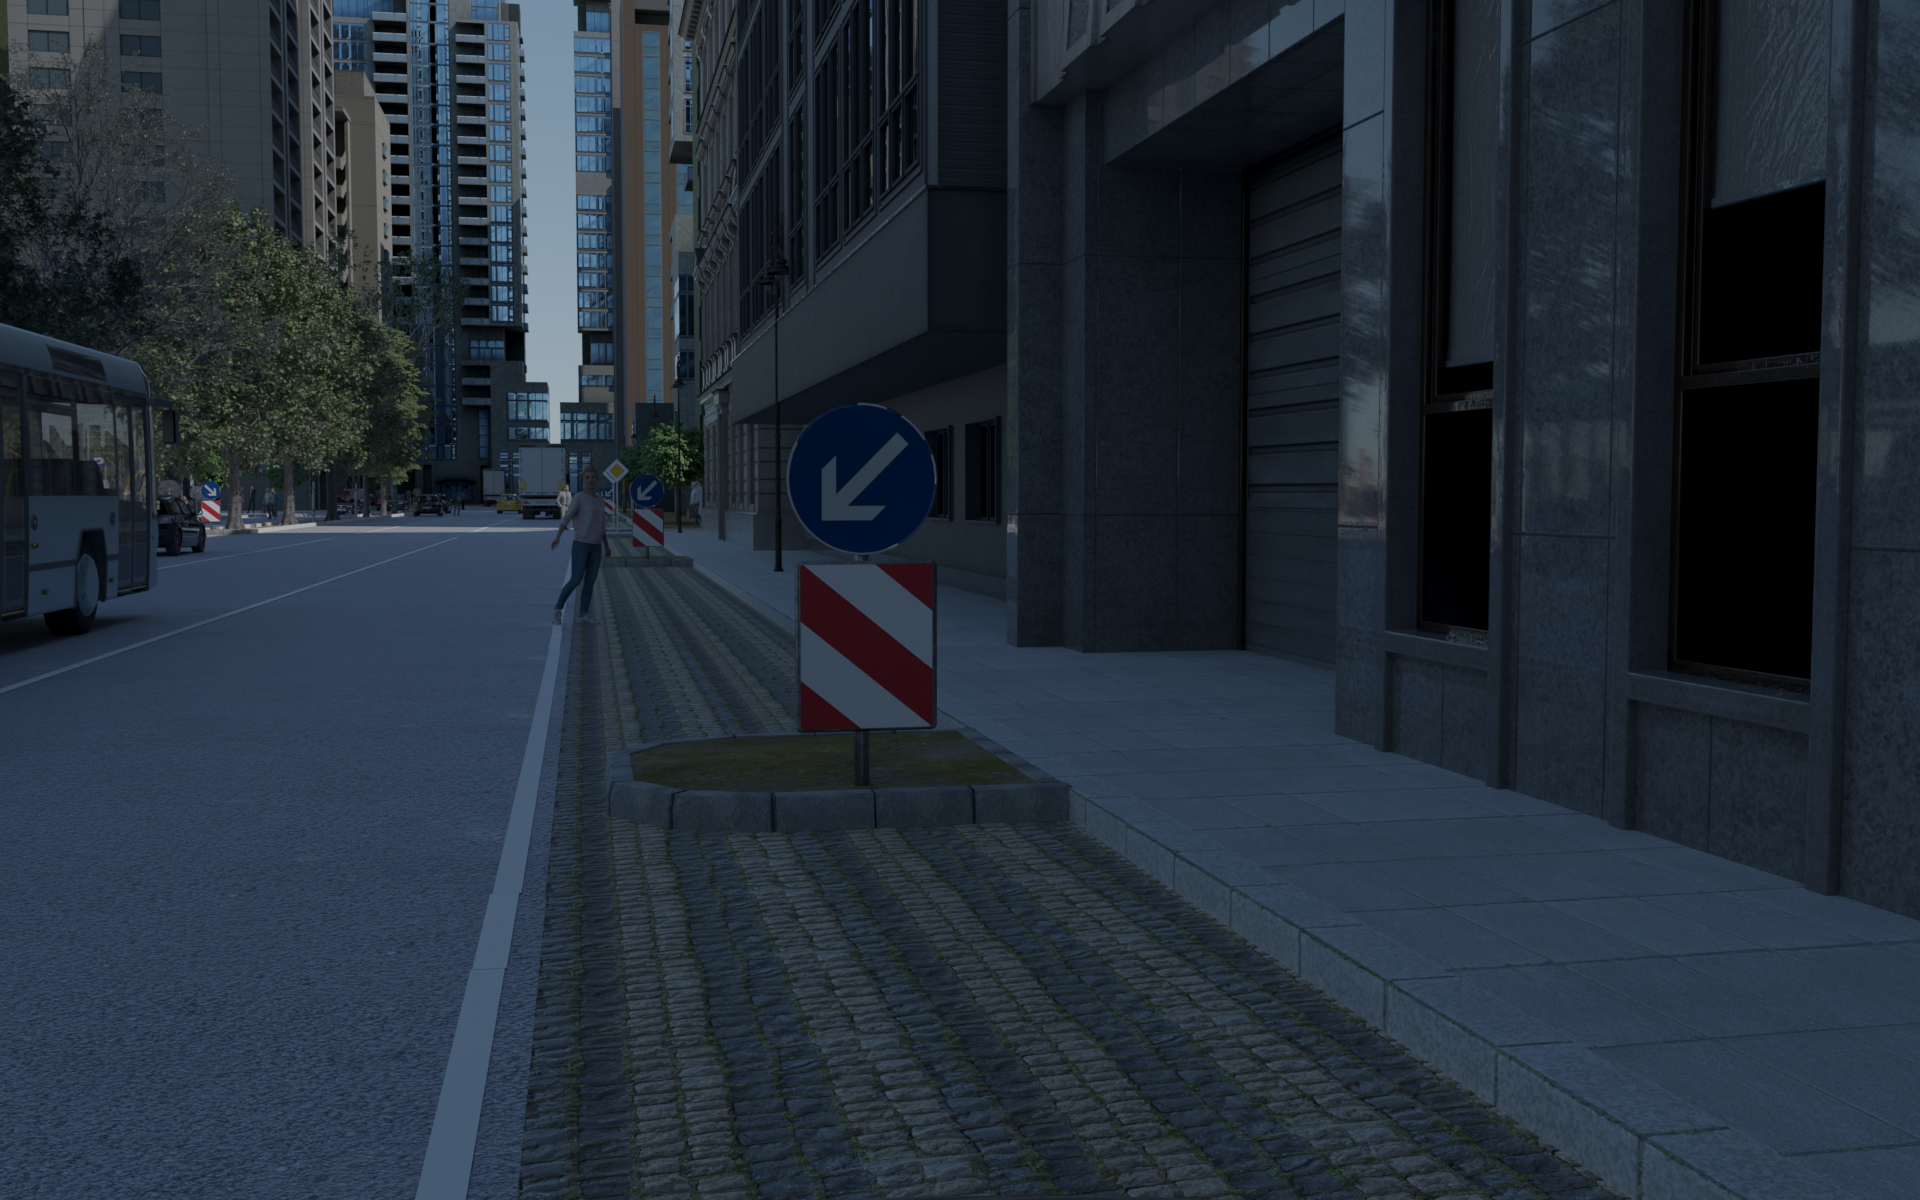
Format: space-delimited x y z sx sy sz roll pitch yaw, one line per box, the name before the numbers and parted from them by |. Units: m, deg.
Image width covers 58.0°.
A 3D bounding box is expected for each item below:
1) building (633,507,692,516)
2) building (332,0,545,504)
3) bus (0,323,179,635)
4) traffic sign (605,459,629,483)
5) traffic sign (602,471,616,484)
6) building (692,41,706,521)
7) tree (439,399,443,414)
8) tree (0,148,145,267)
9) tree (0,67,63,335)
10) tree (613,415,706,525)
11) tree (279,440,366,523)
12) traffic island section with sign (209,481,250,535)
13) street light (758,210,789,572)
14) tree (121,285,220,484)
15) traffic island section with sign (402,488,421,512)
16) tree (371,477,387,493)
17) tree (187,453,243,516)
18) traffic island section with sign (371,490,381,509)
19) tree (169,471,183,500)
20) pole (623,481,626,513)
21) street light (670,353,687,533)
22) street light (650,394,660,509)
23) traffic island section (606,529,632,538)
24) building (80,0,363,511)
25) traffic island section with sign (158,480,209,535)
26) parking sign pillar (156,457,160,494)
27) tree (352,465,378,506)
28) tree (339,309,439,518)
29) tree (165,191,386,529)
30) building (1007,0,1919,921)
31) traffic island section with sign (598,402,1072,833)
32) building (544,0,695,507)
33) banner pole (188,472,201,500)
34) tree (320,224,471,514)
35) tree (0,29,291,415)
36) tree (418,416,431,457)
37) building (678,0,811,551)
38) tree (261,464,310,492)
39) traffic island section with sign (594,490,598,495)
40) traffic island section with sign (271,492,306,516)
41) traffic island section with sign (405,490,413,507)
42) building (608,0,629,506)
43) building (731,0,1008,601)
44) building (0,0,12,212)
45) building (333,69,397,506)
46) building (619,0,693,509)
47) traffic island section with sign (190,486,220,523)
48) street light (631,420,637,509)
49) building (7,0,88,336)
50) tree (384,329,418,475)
building | -10.854 -49.195 117.008 22.319 86.520 31.000 -1 4 -12
building | -69.574 -55.752 224.210 31.000 86.520 22.319 -1 4 -12
bus | -9.552 -1.212 14.671 2.948 3.499 13.247 -1 4 -12
traffic sign | -11.263 -3.353 57.018 0.795 2.593 0.064 -1 4 -12
traffic sign | -12.951 -3.831 64.824 0.795 2.593 0.064 -1 4 -12
building | -6.663 -19.371 88.422 14.160 30.474 14.107 -1 4 -12
tree | -37.675 -11.746 112.633 7.486 12.596 7.792 0 3 0
tree | -21.025 -6.070 36.118 8.767 10.594 7.601 -1 4 -12
tree | -18.908 -6.594 27.285 9.611 12.733 9.660 0 3 0
tree | -12.553 -5.691 76.754 4.285 4.588 4.351 0 3 0
tree | -31.090 -7.970 83.122 4.360 8.622 3.978 0 3 0
traffic island section with sign | -26.520 -3.272 61.637 2.006 1.907 1.989 -1 4 -12
street light | -3.004 -3.407 28.500 0.468 5.910 1.993 -1 4 -12
tree | -43.493 -10.709 93.213 7.486 12.596 7.792 0 3 0
traffic island section with sign | -42.414 -7.764 135.081 2.006 1.907 1.989 -1 4 -12
tree | -62.486 -11.697 185.847 1.663 3.219 1.824 0 3 0
tree | -43.475 -7.172 100.968 4.285 4.588 4.351 0 3 0
traffic island section with sign | -54.013 -9.327 161.128 1.989 1.847 2.006 -1 4 -12
tree | -56.116 -10.628 124.133 4.360 8.622 3.978 0 3 0
pole | -22.577 -7.500 116.465 0.158 3.312 0.155 0 3 0
street light | -9.246 -5.150 56.997 0.468 5.910 1.993 -1 4 -12
street light | -14.062 -6.551 79.898 0.468 5.910 1.993 -1 4 -12
traffic island section | -11.241 -2.130 57.106 2.009 0.180 2.903 -1 4 -12
building | -67.048 -44.182 160.630 20.563 71.187 20.611 -1 4 -12
traffic island section with sign | -24.964 -2.829 54.394 2.006 1.907 1.989 -1 4 -12
parking sign pillar | -54.055 -7.795 115.914 1.447 3.967 1.447 -1 4 -11
tree | -60.783 -14.998 179.631 8.767 10.594 7.601 0 4 -2
tree | -36.244 -11.291 105.195 7.486 12.596 7.792 0 3 0
tree | -27.392 -8.909 65.120 9.611 12.733 9.660 0 3 0
building | 8.368 -11.477 5.665 12.078 24.808 19.932 -1 4 -12
traffic island section with sign | -0.684 0.022 8.269 1.989 1.847 2.006 -1 4 -12
building | -39.426 -56.195 231.451 31.000 86.520 22.319 -1 4 -12
banner pole | -50.421 -7.586 114.044 0.401 3.779 0.863 3 4 36
tree | -41.212 -16.126 122.001 12.611 20.169 13.585 0 3 0
tree | -23.254 -8.124 45.662 12.009 13.543 11.850 0 3 0
tree | -32.683 -10.424 89.889 9.611 12.733 9.660 0 3 0
building | -2.005 -11.251 48.587 10.561 19.102 19.286 -1 4 -12
tree | -50.812 -8.973 130.424 4.285 4.588 4.351 0 3 0
traffic island section with sign | -6.384 -1.590 34.617 1.989 1.847 2.006 -1 4 -12
traffic island section with sign | -43.393 -6.320 111.959 1.989 1.847 2.006 -1 4 -12
traffic island section with sign | -59.734 -10.943 187.542 1.989 1.847 2.006 -1 4 -12
building | -29.392 -40.223 199.642 21.231 58.520 28.212 -1 4 -12
building | 4.362 -14.310 27.471 14.314 27.812 24.014 -1 4 -12
building | -101.178 -39.591 189.312 28.212 58.520 21.231 -1 4 -12
building | -75.612 -34.877 193.943 21.600 48.544 21.300 -1 4 -12
building | -21.762 -30.474 148.358 14.600 45.320 14.200 -1 4 -12
traffic island section with sign | -37.642 -4.691 85.330 1.989 1.847 2.006 -1 4 -12
street light | -20.464 -8.318 108.794 0.468 5.910 1.993 -1 4 -12
building | -62.745 -42.949 140.472 20.563 71.187 20.611 -1 4 -12
tree | -29.294 -9.532 75.316 9.611 12.733 9.660 0 3 0
